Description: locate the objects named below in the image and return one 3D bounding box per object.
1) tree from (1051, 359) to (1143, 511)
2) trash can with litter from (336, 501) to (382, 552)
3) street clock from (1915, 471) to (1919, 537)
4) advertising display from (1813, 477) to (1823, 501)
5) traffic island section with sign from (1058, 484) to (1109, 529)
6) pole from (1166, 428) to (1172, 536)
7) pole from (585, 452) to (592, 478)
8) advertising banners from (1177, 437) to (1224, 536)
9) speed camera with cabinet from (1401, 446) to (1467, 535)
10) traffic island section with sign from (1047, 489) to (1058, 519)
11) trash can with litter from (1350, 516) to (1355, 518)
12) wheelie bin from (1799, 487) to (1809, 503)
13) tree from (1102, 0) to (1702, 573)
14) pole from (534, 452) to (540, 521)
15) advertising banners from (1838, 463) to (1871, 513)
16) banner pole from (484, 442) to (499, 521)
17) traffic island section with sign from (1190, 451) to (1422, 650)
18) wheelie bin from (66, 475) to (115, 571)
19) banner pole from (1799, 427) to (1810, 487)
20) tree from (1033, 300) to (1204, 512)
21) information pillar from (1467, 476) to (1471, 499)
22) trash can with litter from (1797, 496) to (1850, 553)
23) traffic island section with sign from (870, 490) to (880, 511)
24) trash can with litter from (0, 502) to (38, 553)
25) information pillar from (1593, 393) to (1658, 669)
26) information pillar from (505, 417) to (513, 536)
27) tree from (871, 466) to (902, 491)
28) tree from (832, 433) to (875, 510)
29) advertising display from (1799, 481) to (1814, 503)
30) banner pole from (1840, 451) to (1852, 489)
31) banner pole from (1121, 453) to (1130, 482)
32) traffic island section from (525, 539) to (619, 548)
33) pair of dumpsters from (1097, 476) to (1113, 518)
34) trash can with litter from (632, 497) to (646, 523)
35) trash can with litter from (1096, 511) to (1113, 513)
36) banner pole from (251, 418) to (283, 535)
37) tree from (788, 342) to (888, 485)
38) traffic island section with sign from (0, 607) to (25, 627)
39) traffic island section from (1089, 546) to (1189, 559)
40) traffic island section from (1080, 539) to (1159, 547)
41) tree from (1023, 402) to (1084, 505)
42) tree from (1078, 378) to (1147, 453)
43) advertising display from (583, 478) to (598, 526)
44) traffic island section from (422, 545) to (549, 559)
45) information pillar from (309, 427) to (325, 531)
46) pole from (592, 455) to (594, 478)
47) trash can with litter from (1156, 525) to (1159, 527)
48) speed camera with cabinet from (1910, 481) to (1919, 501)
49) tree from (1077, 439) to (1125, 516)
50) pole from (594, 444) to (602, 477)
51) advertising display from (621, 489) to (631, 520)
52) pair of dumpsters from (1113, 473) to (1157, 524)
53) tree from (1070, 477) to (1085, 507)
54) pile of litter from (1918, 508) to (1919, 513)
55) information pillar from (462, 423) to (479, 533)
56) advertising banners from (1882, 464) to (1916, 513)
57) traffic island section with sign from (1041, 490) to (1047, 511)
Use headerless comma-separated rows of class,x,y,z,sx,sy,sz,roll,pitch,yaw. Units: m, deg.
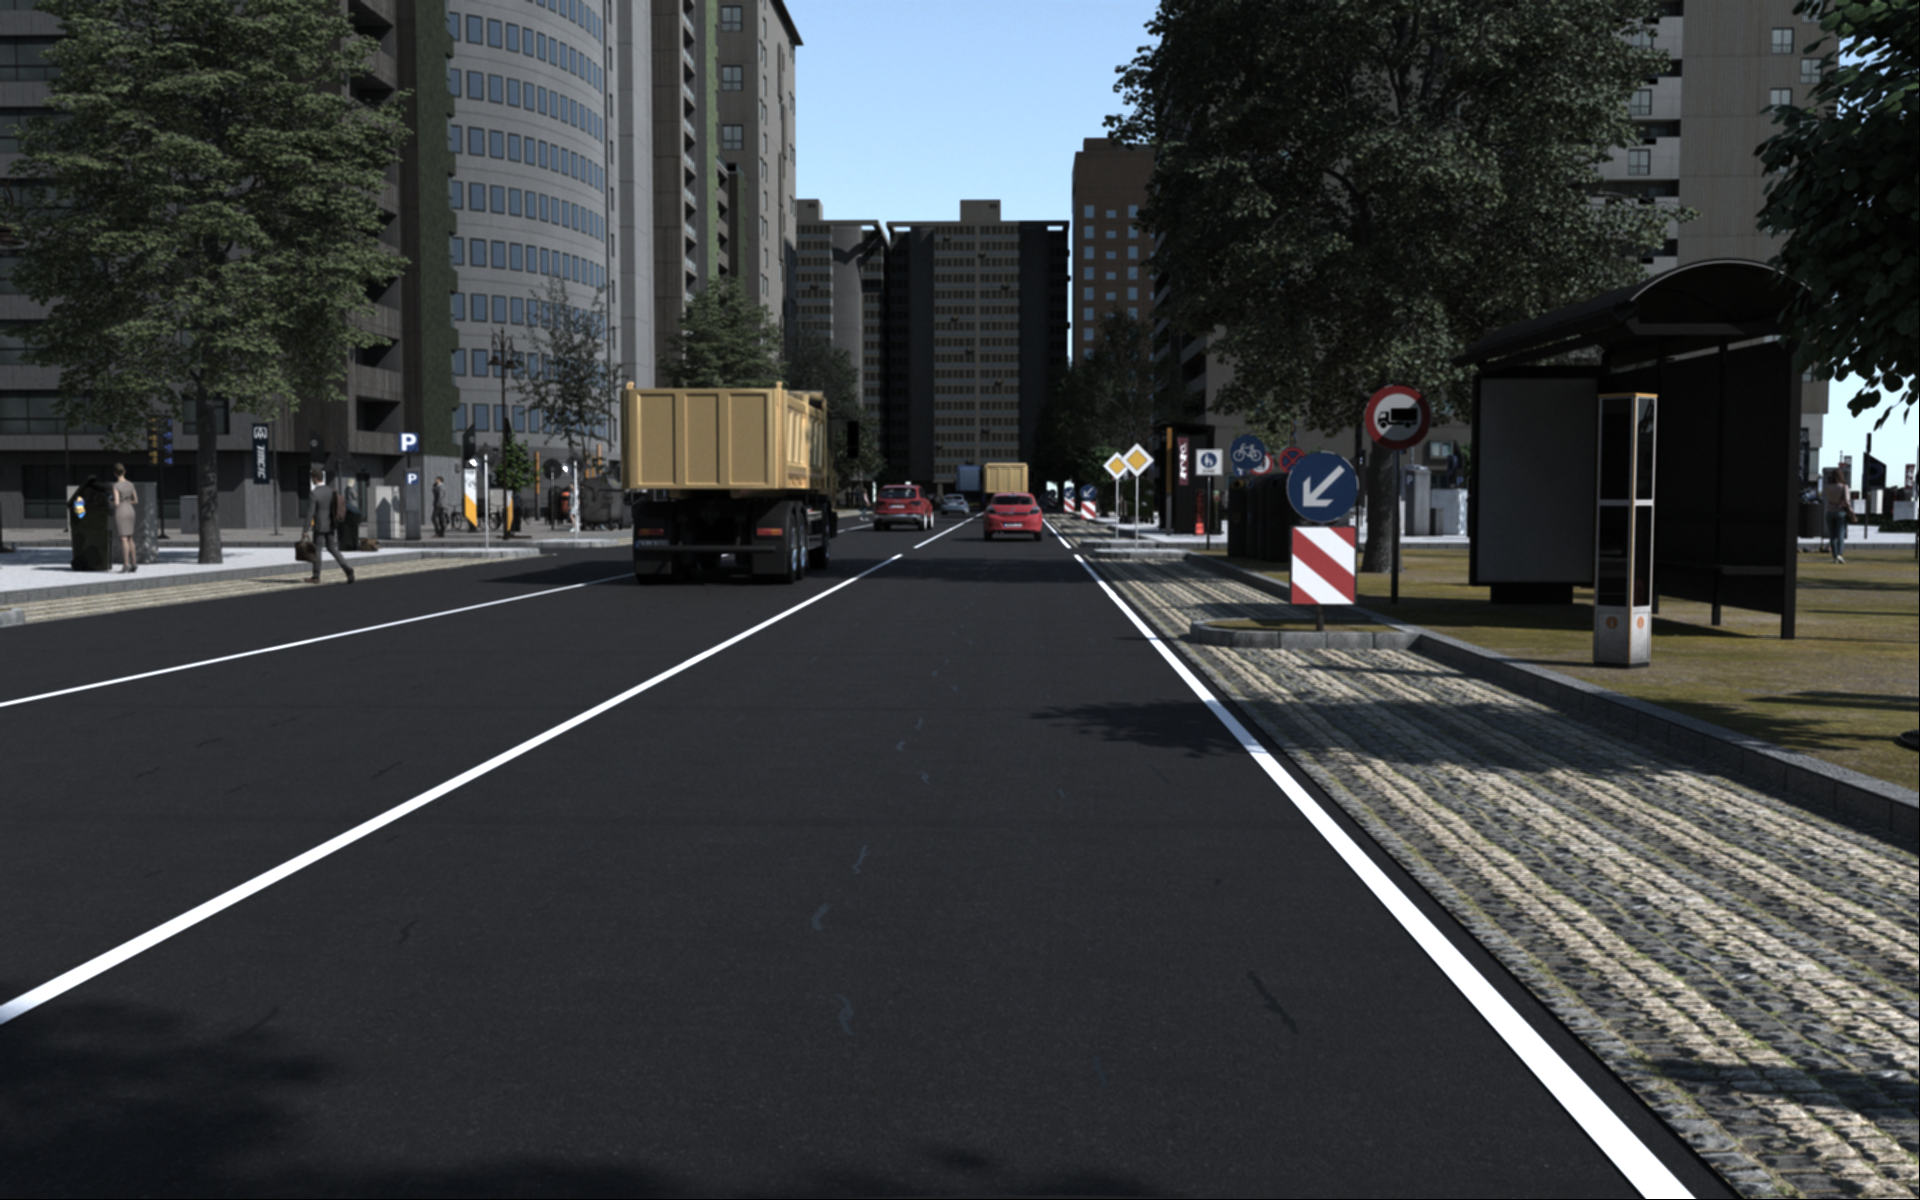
tree,10.435,-12.576,131.376,9.928,11.665,9.643,0,3,0
trash can with litter,-13.474,-1.676,38.782,1.055,1.170,0.624,1,4,9
street clock,28.973,-2.905,52.068,0.471,2.002,0.358,-1,4,-14
advertising display,32.024,-3.575,63.667,0.974,1.923,0.123,1,4,21
traffic island section with sign,5.178,-3.864,71.810,1.989,1.847,2.006,0,4,2
pole,6.424,-3.634,53.262,0.158,3.312,0.155,0,3,0
pole,-18.112,-5.522,84.128,0.158,3.312,0.155,0,3,0
advertising banners,7.419,-3.505,53.496,2.074,3.025,0.090,-3,4,-38
speed camera with cabinet,14.977,-3.693,54.715,2.038,3.252,0.660,3,5,44
traffic island section with sign,6.122,-5.533,99.093,1.989,1.847,2.006,0,4,2
trash can with litter,20.048,-4.956,92.087,2.233,1.210,1.678,0,4,-2
wheelie bin,39.504,-4.508,81.622,0.980,1.594,0.693,0,4,1
tree,7.003,-7.430,28.139,9.857,13.997,8.962,0,3,0
pole,-20.361,-5.476,83.378,0.158,3.312,0.155,0,3,0
advertising banners,49.838,-6.127,96.356,2.074,3.025,0.090,0,4,0
banner pole,-22.594,-5.711,83.389,0.863,3.779,0.401,0,4,2
traffic island section with sign,3.279,-0.501,16.823,1.989,1.847,2.006,0,4,2
wheelie bin,-14.577,-1.298,29.123,0.693,1.594,0.980,-1,4,-17
banner pole,27.779,-4.130,57.542,0.401,3.779,0.863,-2,4,-32
tree,8.353,-9.122,83.559,7.601,10.594,8.767,2,4,28
information pillar,20.901,-4.051,70.721,0.304,2.012,0.304,3,4,38
trash can with litter,18.306,-1.659,38.185,2.233,1.210,1.678,2,4,28
traffic island section with sign,-6.747,-8.658,150.179,1.989,1.847,2.006,0,4,2
trash can with litter,-21.623,-1.642,37.902,2.233,1.210,1.678,0,4,-5
information pillar,4.917,-0.509,12.816,0.304,2.012,0.304,-3,4,-39
information pillar,-13.818,-3.775,53.077,0.183,3.616,0.504,0,4,-2
tree,-8.044,-12.662,190.741,4.285,4.588,4.351,0,3,0
tree,-9.460,-13.053,163.786,4.737,8.622,4.395,0,3,0
advertising display,41.531,-4.869,84.821,0.123,1.923,0.974,-2,4,-33
banner pole,51.080,-6.730,100.045,0.863,3.779,0.401,0,4,-2
banner pole,9.039,-6.296,92.955,0.863,3.779,0.401,-1,4,-10
traffic island section,-10.616,-1.557,47.744,2.009,0.180,2.903,0,4,2
pair of dumpsters,8.459,-5.701,95.701,1.574,2.255,4.437,0,4,2
trash can with litter,-13.519,-3.702,71.909,1.055,1.170,0.624,-2,4,-24
trash can with litter,9.622,-6.445,116.440,1.678,1.210,2.233,-2,4,-26
banner pole,-21.581,-3.909,53.935,0.863,3.779,0.401,-1,4,-21
tree,-10.092,-12.939,128.567,9.611,12.733,9.660,0,3,0
traffic island section with sign,-11.299,-0.609,18.585,1.989,1.847,2.006,0,4,2
traffic island section,4.041,-1.038,39.245,2.009,0.180,2.903,0,4,2
traffic island section,4.317,-1.526,47.226,2.009,0.180,2.903,0,4,2
tree,11.640,-17.078,196.227,9.611,12.733,9.660,0,3,0
tree,9.262,-9.656,108.235,4.360,8.622,3.978,0,3,0
advertising display,-14.805,-3.965,70.035,0.974,1.923,0.123,2,4,26
traffic island section,-10.891,-1.069,39.764,2.009,0.180,2.903,0,4,2
information pillar,-22.507,-4.238,60.651,0.504,3.616,0.183,-2,4,-25
pole,-19.241,-5.937,90.909,0.158,3.312,0.155,0,3,0
trash can with litter,8.422,-3.434,67.196,1.678,1.210,2.233,3,4,36
speed camera with cabinet,66.677,-7.652,119.444,2.038,3.252,0.660,0,4,3
tree,8.641,-7.264,102.488,4.285,4.588,4.351,0,3,0
pole,-14.768,-4.716,70.947,0.158,3.312,0.155,0,3,0
advertising display,-16.585,-4.876,84.944,0.974,1.923,0.123,-3,5,-42
pair of dumpsters,7.712,-4.477,75.686,1.574,2.255,4.437,0,4,2
tree,11.691,-10.927,173.263,1.663,3.219,1.824,0,3,0
pile of litter,63.405,-6.083,113.428,1.176,0.858,1.719,-3,5,-42
information pillar,-16.195,-4.030,57.242,0.183,3.616,0.504,2,4,33
advertising banners,54.724,-6.431,101.340,2.074,3.025,0.090,1,4,14
traffic island section with sign,7.849,-8.590,149.071,1.989,1.847,2.006,0,4,2
